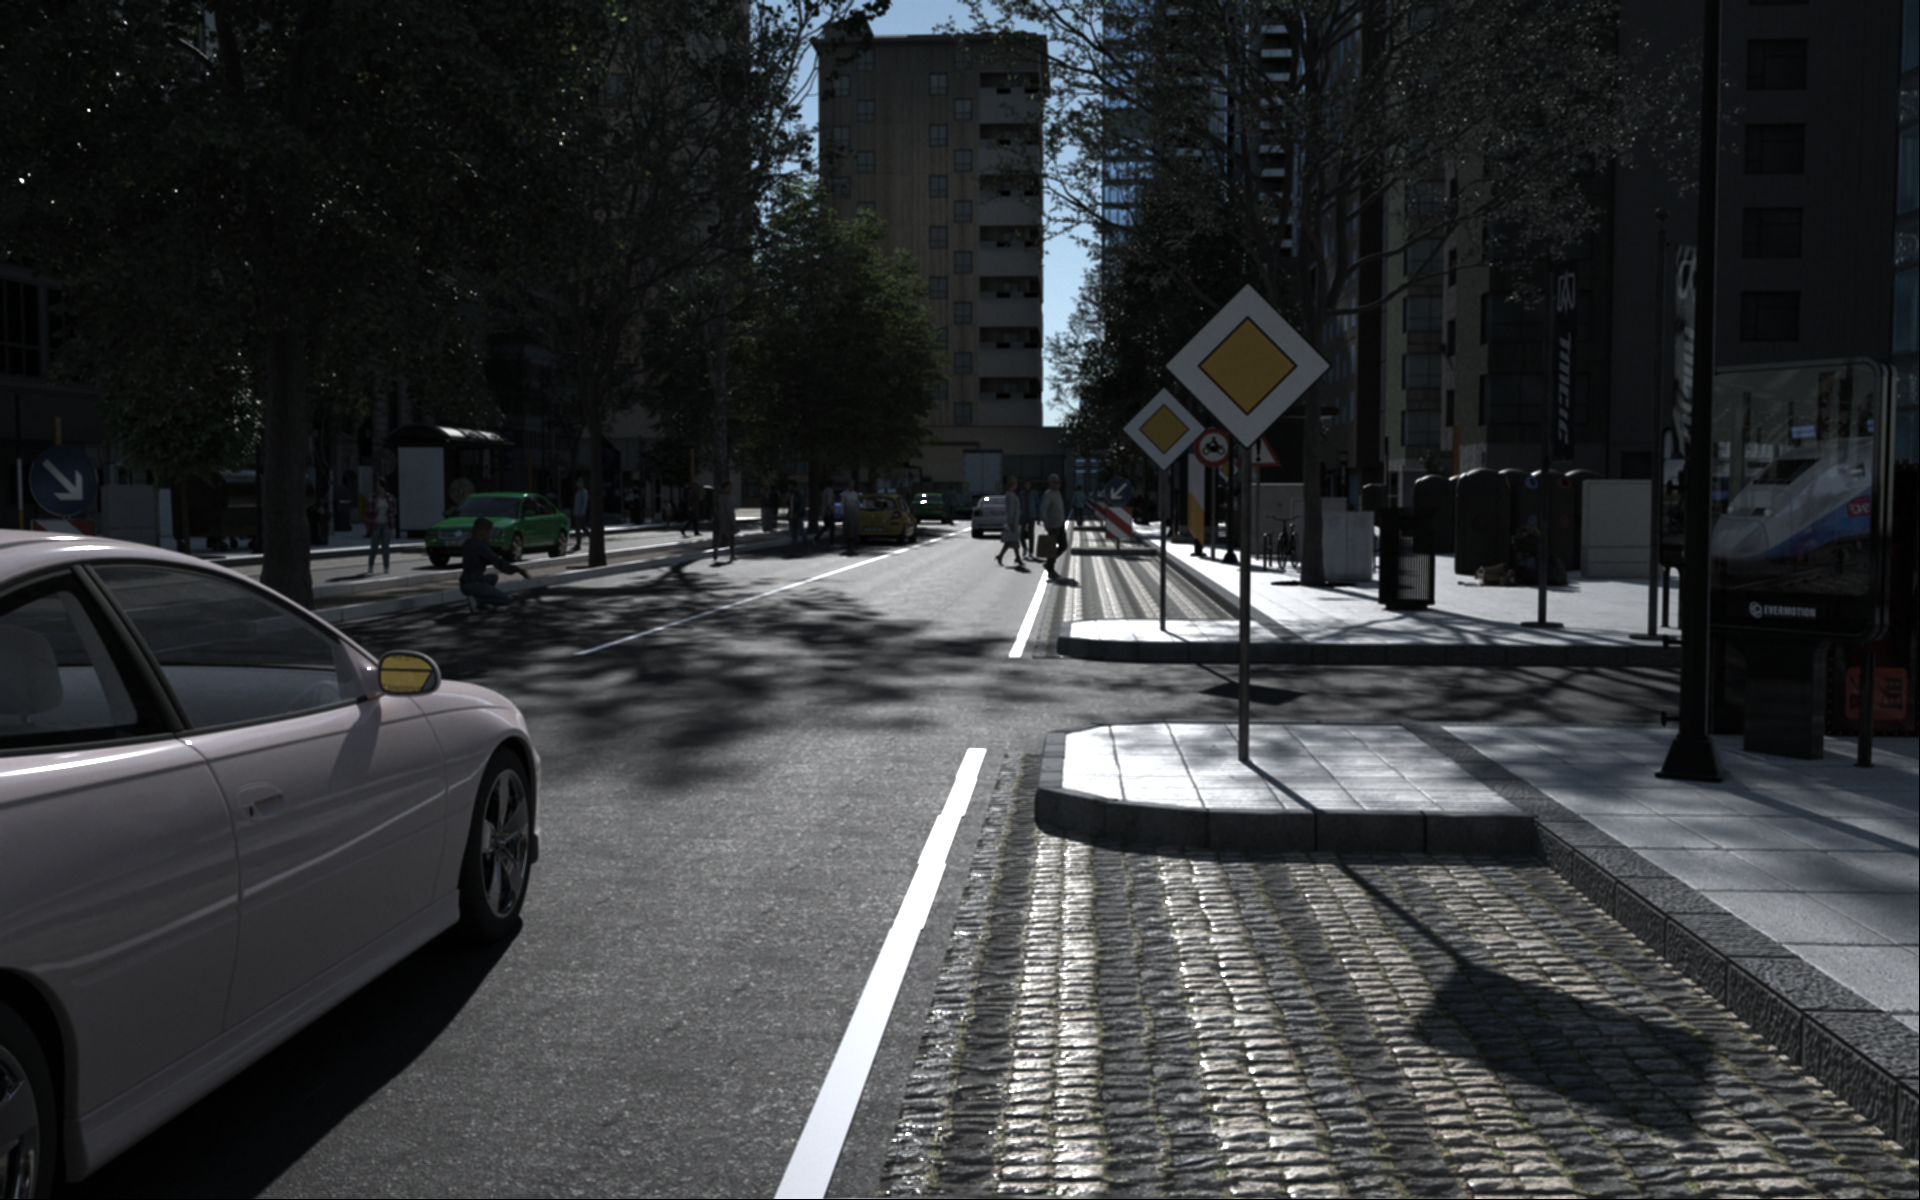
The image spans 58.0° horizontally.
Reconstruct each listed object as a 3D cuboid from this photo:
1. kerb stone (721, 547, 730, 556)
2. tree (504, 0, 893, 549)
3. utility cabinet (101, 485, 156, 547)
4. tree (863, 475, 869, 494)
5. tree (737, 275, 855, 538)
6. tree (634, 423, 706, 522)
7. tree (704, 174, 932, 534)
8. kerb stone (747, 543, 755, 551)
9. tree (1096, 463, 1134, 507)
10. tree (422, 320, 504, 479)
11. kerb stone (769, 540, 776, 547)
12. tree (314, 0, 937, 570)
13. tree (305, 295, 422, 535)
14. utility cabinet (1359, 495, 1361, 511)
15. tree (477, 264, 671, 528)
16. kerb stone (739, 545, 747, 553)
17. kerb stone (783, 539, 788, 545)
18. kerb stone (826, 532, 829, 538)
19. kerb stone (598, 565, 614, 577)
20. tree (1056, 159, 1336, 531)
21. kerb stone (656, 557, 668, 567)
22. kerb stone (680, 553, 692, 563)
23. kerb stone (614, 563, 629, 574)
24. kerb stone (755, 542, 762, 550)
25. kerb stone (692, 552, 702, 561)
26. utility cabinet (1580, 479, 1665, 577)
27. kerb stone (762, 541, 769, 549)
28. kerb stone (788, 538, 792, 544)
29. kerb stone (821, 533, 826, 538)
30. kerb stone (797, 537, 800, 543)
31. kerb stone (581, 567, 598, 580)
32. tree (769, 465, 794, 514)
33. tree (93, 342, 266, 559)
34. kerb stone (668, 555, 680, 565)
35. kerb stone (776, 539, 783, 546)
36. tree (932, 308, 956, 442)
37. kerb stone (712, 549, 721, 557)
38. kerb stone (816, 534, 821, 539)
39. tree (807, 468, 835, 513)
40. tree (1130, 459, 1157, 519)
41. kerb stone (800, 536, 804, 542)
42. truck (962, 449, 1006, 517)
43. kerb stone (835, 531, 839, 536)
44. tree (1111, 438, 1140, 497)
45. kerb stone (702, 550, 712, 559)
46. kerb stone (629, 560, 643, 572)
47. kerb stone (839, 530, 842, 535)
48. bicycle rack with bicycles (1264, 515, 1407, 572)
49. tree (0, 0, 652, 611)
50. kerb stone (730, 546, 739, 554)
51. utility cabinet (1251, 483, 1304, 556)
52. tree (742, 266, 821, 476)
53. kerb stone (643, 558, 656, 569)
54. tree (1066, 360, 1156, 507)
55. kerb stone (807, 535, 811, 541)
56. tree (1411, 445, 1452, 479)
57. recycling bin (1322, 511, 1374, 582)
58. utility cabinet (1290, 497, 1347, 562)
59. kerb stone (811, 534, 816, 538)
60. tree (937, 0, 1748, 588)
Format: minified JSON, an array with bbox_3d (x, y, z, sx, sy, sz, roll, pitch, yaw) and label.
[{"bbox_3d":[-5.594,-1.114,40.479,0.120,0.150,1.000,0,4,4],"label":"kerb stone"},{"bbox_3d":[-7.374,-11.438,45.359,12.611,20.169,13.585,0,3,0],"label":"tree"},{"bbox_3d":[-19.795,-1.991,41.226,0.318,1.500,1.173,2,4,34],"label":"utility cabinet"},{"bbox_3d":[-7.717,-9.656,152.474,1.663,3.219,1.824,0,3,0],"label":"tree"},{"bbox_3d":[-5.432,-6.287,55.616,4.360,8.622,3.978,0,3,0],"label":"tree"},{"bbox_3d":[-13.312,-5.909,80.321,4.285,4.588,4.351,0,3,0],"label":"tree"},{"bbox_3d":[-5.300,-8.628,61.646,7.486,12.596,7.792,0,3,0],"label":"tree"},{"bbox_3d":[-5.384,-1.304,43.551,0.120,0.150,1.000,0,4,4],"label":"kerb stone"},{"bbox_3d":[13.763,-10.339,152.764,4.285,4.588,4.351,0,3,0],"label":"tree"},{"bbox_3d":[-21.060,-7.477,72.615,4.360,8.622,3.978,0,3,0],"label":"tree"},{"bbox_3d":[-5.169,-1.489,46.611,0.120,0.150,1.000,0,4,4],"label":"kerb stone"},{"bbox_3d":[-6.892,-7.318,32.476,12.009,13.543,11.850,0,3,0],"label":"tree"},{"bbox_3d":[-19.585,-6.334,53.915,4.360,8.622,3.978,0,3,0],"label":"tree"},{"bbox_3d":[19.302,-4.333,82.012,1.020,1.237,0.306,-3,5,-41],"label":"utility cabinet"},{"bbox_3d":[-14.543,-7.930,64.061,8.767,10.594,7.601,1,4,18],"label":"tree"},{"bbox_3d":[-5.443,-1.244,42.527,0.120,0.150,1.000,0,4,4],"label":"kerb stone"},{"bbox_3d":[-5.033,-1.614,48.651,0.120,0.150,1.000,0,4,4],"label":"kerb stone"},{"bbox_3d":[-4.472,-2.115,56.843,0.120,0.150,1.000,0,4,4],"label":"kerb stone"},{"bbox_3d":[-6.289,-0.493,30.257,0.120,0.150,1.000,0,4,4],"label":"kerb stone"},{"bbox_3d":[8.106,-8.714,59.488,9.611,12.733,9.660,0,3,0],"label":"tree"},{"bbox_3d":[-6.013,-0.743,34.340,0.120,0.150,1.000,0,4,4],"label":"kerb stone"},{"bbox_3d":[-5.864,-0.868,36.391,0.120,0.150,1.000,0,4,4],"label":"kerb stone"},{"bbox_3d":[-6.217,-0.555,31.277,0.120,0.150,1.000,0,4,4],"label":"kerb stone"},{"bbox_3d":[-5.315,-1.367,44.570,0.120,0.150,1.000,0,4,4],"label":"kerb stone"},{"bbox_3d":[-5.801,-0.931,37.412,0.120,0.150,1.000,0,4,4],"label":"kerb stone"},{"bbox_3d":[10.105,-1.084,26.398,1.173,1.500,0.318,0,4,0],"label":"utility cabinet"},{"bbox_3d":[-5.236,-1.431,45.590,0.120,0.150,1.000,0,4,4],"label":"kerb stone"},{"bbox_3d":[-4.963,-1.676,49.671,0.120,0.150,1.000,0,4,4],"label":"kerb stone"},{"bbox_3d":[-4.548,-2.055,55.816,0.120,0.150,1.000,0,4,4],"label":"kerb stone"},{"bbox_3d":[-4.889,-1.743,50.700,0.120,0.150,1.000,0,4,4],"label":"kerb stone"},{"bbox_3d":[-6.354,-0.430,29.232,0.120,0.150,1.000,0,4,4],"label":"kerb stone"},{"bbox_3d":[-11.319,-7.052,109.906,1.663,3.219,1.824,0,3,0],"label":"tree"},{"bbox_3d":[-15.390,-3.098,34.372,4.285,4.588,4.351,0,3,0],"label":"tree"},{"bbox_3d":[-5.938,-0.806,35.368,0.120,0.150,1.000,0,4,4],"label":"kerb stone"},{"bbox_3d":[-5.094,-1.556,47.630,0.120,0.150,1.000,0,4,4],"label":"kerb stone"},{"bbox_3d":[-4.390,-9.220,71.332,7.486,12.596,7.792,0,3,0],"label":"tree"},{"bbox_3d":[-5.658,-1.056,39.459,0.120,0.150,1.000,0,4,4],"label":"kerb stone"},{"bbox_3d":[-4.615,-1.994,54.796,0.120,0.150,1.000,0,4,4],"label":"kerb stone"},{"bbox_3d":[-9.969,-7.613,119.068,1.663,3.219,1.824,0,3,0],"label":"tree"},{"bbox_3d":[9.598,-5.670,87.306,1.663,3.219,1.824,0,3,0],"label":"tree"},{"bbox_3d":[-4.823,-1.802,51.736,0.120,0.150,1.000,0,4,4],"label":"kerb stone"},{"bbox_3d":[1.591,-7.631,113.686,2.839,4.237,11.283,0,4,2],"label":"truck"},{"bbox_3d":[-4.341,-2.237,58.895,0.120,0.150,1.000,0,4,4],"label":"kerb stone"},{"bbox_3d":[11.075,-9.843,111.292,4.360,8.622,3.978,0,3,0],"label":"tree"},{"bbox_3d":[-5.726,-0.993,38.437,0.120,0.150,1.000,0,4,4],"label":"kerb stone"},{"bbox_3d":[-6.149,-0.618,32.300,0.120,0.150,1.000,0,4,4],"label":"kerb stone"},{"bbox_3d":[-4.257,-2.306,59.930,0.120,0.150,1.000,0,4,4],"label":"kerb stone"},{"bbox_3d":[6.299,-0.991,29.584,2.852,0.926,2.925,1,4,14],"label":"bicycle rack with bicycles"},{"bbox_3d":[-8.008,-6.795,20.208,9.857,13.997,8.962,0,3,0],"label":"tree"},{"bbox_3d":[-5.519,-1.181,41.500,0.120,0.150,1.000,0,4,4],"label":"kerb stone"},{"bbox_3d":[6.468,-1.646,35.590,1.173,1.500,0.318,1,4,12],"label":"utility cabinet"},{"bbox_3d":[-12.371,-11.315,91.655,9.857,13.997,8.962,0,3,0],"label":"tree"},{"bbox_3d":[-6.080,-0.680,33.320,0.120,0.150,1.000,0,4,4],"label":"kerb stone"},{"bbox_3d":[9.912,-10.029,98.394,7.601,10.594,8.767,2,4,23],"label":"tree"},{"bbox_3d":[-4.754,-1.869,52.756,0.120,0.150,1.000,0,4,4],"label":"kerb stone"},{"bbox_3d":[18.590,-4.533,68.718,1.663,3.219,1.824,0,3,0],"label":"tree"},{"bbox_3d":[5.748,-0.801,25.647,0.722,1.027,0.722,1,4,16],"label":"recycling bin"},{"bbox_3d":[6.819,-1.332,32.937,1.020,1.237,0.306,0,4,6],"label":"utility cabinet"},{"bbox_3d":[-4.681,-1.932,53.775,0.120,0.150,1.000,0,4,4],"label":"kerb stone"},{"bbox_3d":[4.805,-6.936,23.776,12.009,13.543,11.850,0,3,0],"label":"tree"}]
